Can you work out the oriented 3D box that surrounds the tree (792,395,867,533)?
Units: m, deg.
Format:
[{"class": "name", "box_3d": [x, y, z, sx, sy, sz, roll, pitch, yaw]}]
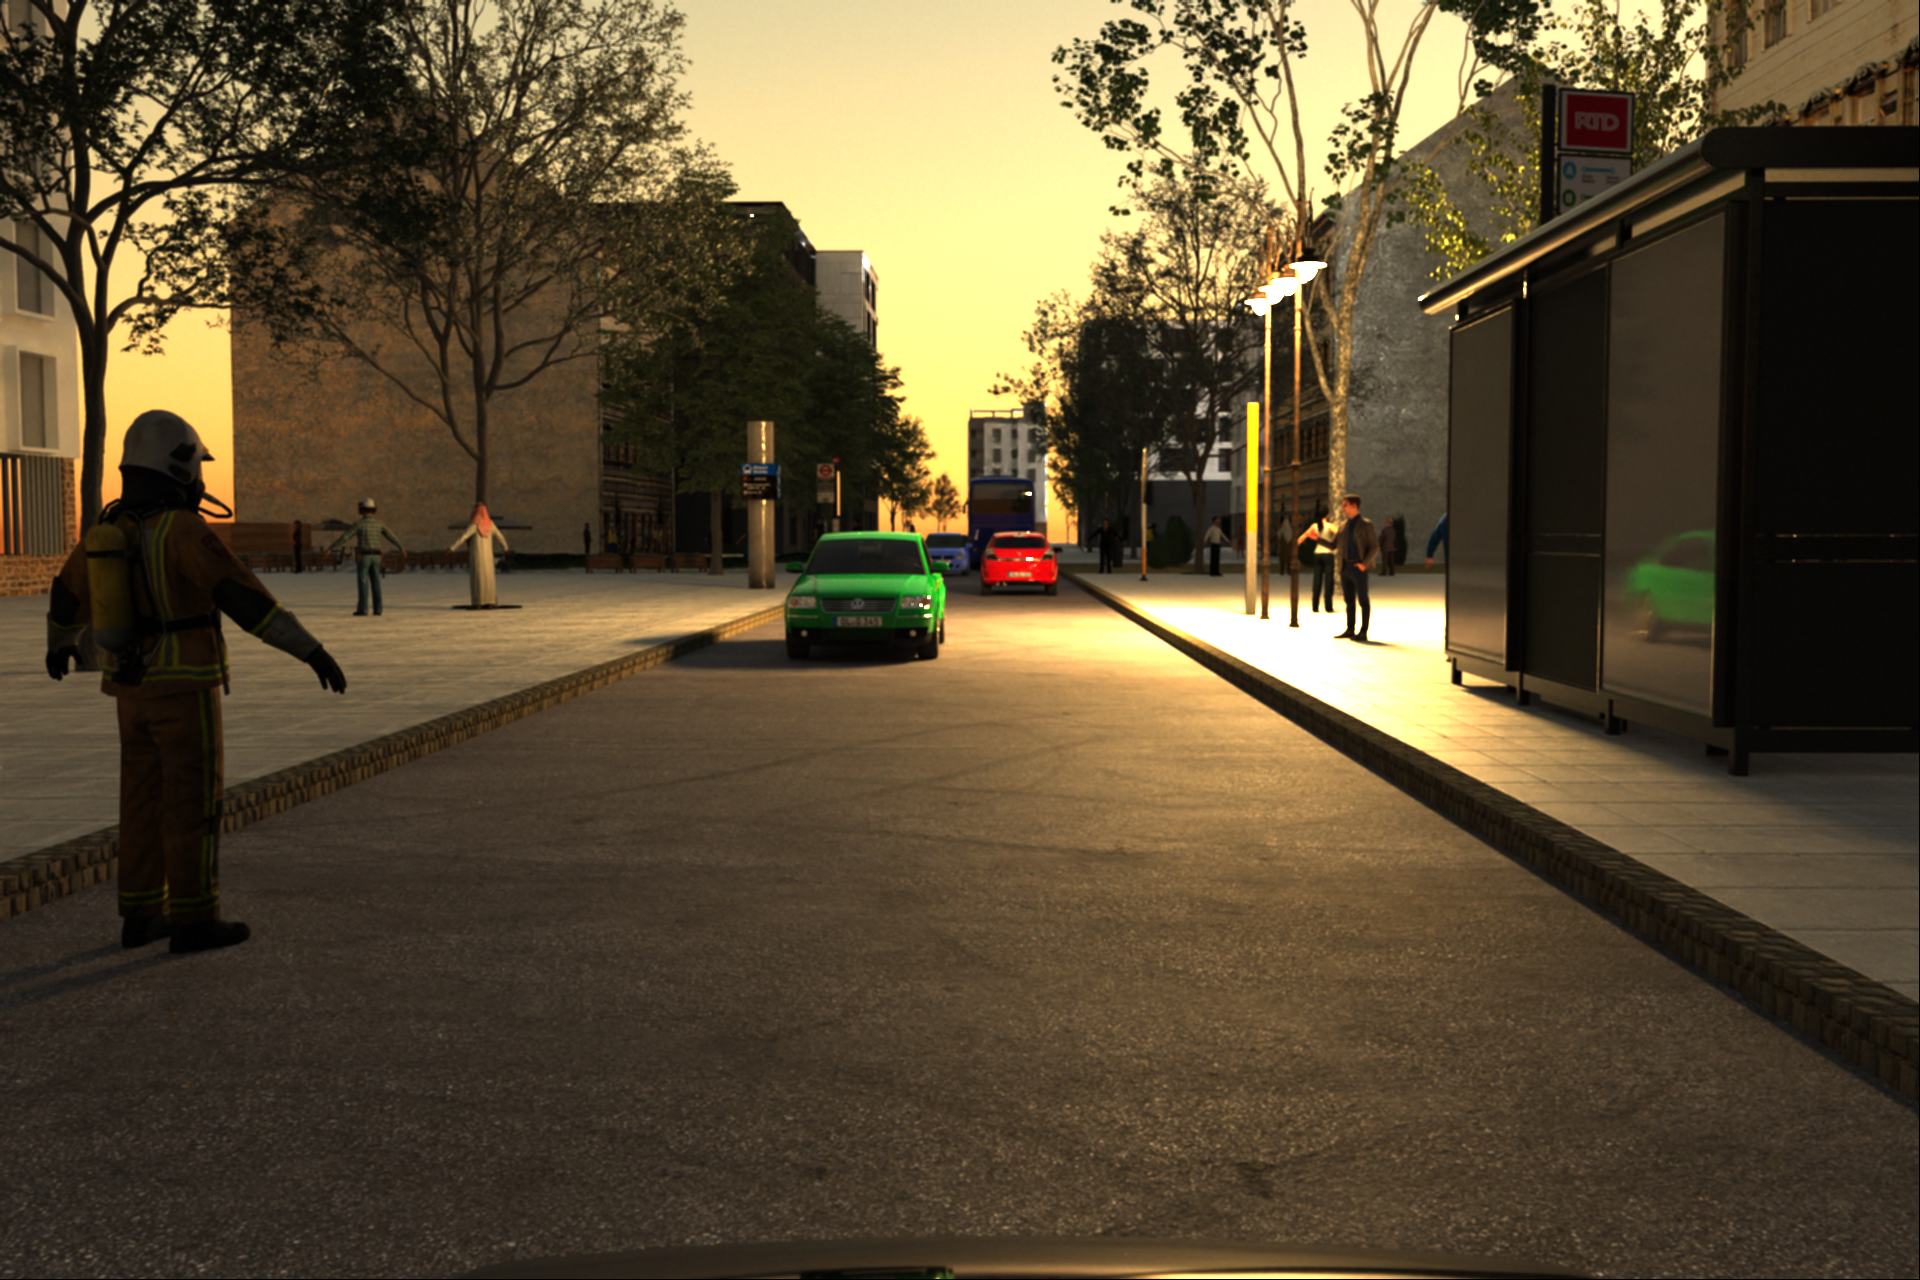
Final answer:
[{"class": "tree", "box_3d": [-7.208, -8.517, 89.611, 4.360, 8.622, 3.978, 0, 3, 0]}]

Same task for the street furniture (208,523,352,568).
[{"class": "street furniture", "box_3d": [-29.221, -3.765, 68.414, 11.010, 1.723, 9.812, 1, 4, 14]}]

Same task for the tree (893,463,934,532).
[{"class": "tree", "box_3d": [-5.061, -12.712, 158.200, 4.360, 8.622, 3.978, 0, 3, 0]}]

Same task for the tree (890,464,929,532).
[{"class": "tree", "box_3d": [-5.057, -12.993, 162.804, 4.737, 8.622, 4.395, 0, 3, 0]}]

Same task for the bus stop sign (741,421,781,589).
[{"class": "bus stop sign", "box_3d": [-4.667, -3.159, 40.672, 0.837, 3.901, 0.837, 0, 4, 0]}]

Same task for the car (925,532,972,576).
[{"class": "car", "box_3d": [-0.531, -3.089, 60.100, 1.945, 1.707, 3.694, 0, 4, 2]}]

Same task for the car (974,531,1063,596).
[{"class": "car", "box_3d": [1.413, -1.999, 41.720, 2.155, 1.783, 4.494, 0, 4, 1]}]

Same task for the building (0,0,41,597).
[{"class": "building", "box_3d": [-24.583, -10.301, 24.842, 16.016, 20.090, 11.380, 0, 4, 0]}]

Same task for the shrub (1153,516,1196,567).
[{"class": "shrub", "box_3d": [8.494, -3.918, 68.484, 1.690, 2.028, 1.600, 0, 3, 0]}]

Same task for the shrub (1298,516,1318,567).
[{"class": "shrub", "box_3d": [13.761, -3.852, 67.404, 1.690, 2.028, 1.600, 0, 3, 0]}]

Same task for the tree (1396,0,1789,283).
[{"class": "tree", "box_3d": [7.761, -4.320, 20.992, 4.737, 8.622, 4.395, 0, 3, 0]}]

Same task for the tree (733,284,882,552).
[{"class": "tree", "box_3d": [-7.120, -9.862, 79.377, 7.486, 12.596, 7.792, 0, 3, 0]}]

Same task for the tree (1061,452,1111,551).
[{"class": "tree", "box_3d": [9.240, -10.934, 129.136, 4.737, 8.622, 4.395, 0, 3, 0]}]

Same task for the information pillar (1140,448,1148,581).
[{"class": "information pillar", "box_3d": [5.057, -3.441, 47.610, 0.183, 3.616, 0.504, 0, 4, 1]}]

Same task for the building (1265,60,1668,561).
[{"class": "building", "box_3d": [26.922, -15.838, 89.877, 19.493, 23.208, 18.063, 0, 4, 1]}]

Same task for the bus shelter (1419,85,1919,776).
[{"class": "bus shelter", "box_3d": [4.981, -2.179, 13.258, 2.179, 5.291, 8.768, 0, 4, 1]}]

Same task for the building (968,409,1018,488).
[{"class": "building", "box_3d": [1.485, -24.044, 251.994, 11.380, 20.090, 16.016, 0, 4, -5]}]

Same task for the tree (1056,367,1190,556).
[{"class": "tree", "box_3d": [9.584, -10.773, 101.892, 9.928, 11.665, 9.643, 0, 3, 0]}]

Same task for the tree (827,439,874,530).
[{"class": "tree", "box_3d": [-6.769, -9.384, 103.796, 4.737, 8.622, 4.395, 0, 3, 0]}]

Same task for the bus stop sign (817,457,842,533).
[{"class": "bus stop sign", "box_3d": [-4.499, -4.354, 59.896, 0.855, 3.939, 0.416, 0, 4, 1]}]

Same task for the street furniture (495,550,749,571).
[{"class": "street furniture", "box_3d": [-11.989, -2.953, 63.911, 10.072, 0.657, 5.734, -1, 4, -16]}]

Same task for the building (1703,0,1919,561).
[{"class": "building", "box_3d": [27.566, -12.414, 33.906, 19.493, 23.208, 18.063, 0, 4, 1]}]

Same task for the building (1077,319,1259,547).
[{"class": "building", "box_3d": [26.139, -20.620, 181.103, 27.936, 21.610, 32.646, 0, 4, 1]}]

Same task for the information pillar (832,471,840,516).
[{"class": "information pillar", "box_3d": [-4.631, -4.485, 64.640, 0.184, 3.620, 1.656, 0, 4, 1]}]

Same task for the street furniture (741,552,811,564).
[{"class": "street furniture", "box_3d": [-6.207, -3.663, 75.510, 10.072, 0.657, 5.734, 2, 4, 35]}]

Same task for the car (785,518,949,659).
[{"class": "car", "box_3d": [-1.098, -0.765, 21.302, 1.959, 1.807, 4.718, 0, 4, 1]}]

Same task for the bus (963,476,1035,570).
[{"class": "bus", "box_3d": [1.576, -4.917, 71.934, 2.896, 3.916, 12.251, 0, 3, 0]}]

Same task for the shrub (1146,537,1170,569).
[{"class": "shrub", "box_3d": [7.261, -3.204, 63.497, 1.383, 1.207, 1.383, 0, 3, 0]}]

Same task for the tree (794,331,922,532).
[{"class": "tree", "box_3d": [-5.997, -10.911, 96.526, 7.486, 12.596, 7.792, 0, 3, 0]}]

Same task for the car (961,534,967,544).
[{"class": "car", "box_3d": [-0.209, -5.169, 94.307, 2.009, 1.686, 4.222, 0, 4, 1]}]

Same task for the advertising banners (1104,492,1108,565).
[{"class": "advertising banners", "box_3d": [6.079, -4.663, 72.420, 0.090, 3.025, 2.074, 0, 4, 2]}]

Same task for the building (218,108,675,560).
[{"class": "building", "box_3d": [-26.792, -16.149, 94.971, 19.493, 23.208, 18.063, 0, 4, 2]}]

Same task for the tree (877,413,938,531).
[{"class": "tree", "box_3d": [-5.736, -13.651, 148.944, 9.928, 11.665, 9.643, 0, 3, 0]}]

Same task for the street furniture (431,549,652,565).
[{"class": "street furniture", "box_3d": [-17.817, -3.570, 73.989, 10.072, 0.657, 5.734, 0, 4, -6]}]

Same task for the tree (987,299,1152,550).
[{"class": "tree", "box_3d": [8.995, -17.396, 140.308, 12.611, 20.169, 13.585, 0, 3, 0]}]

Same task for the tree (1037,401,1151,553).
[{"class": "tree", "box_3d": [9.244, -11.932, 120.837, 9.928, 11.665, 9.643, 0, 3, 0]}]

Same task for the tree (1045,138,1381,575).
[{"class": "tree", "box_3d": [7.545, -8.831, 54.760, 12.009, 13.543, 11.850, 0, 3, 0]}]

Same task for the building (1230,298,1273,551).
[{"class": "building", "box_3d": [27.122, -17.320, 139.604, 16.016, 20.090, 11.380, 0, 4, 1]}]

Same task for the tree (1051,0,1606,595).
[{"class": "tree", "box_3d": [7.989, -11.092, 37.239, 12.611, 20.169, 13.585, 0, 3, 0]}]

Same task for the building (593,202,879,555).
[{"class": "building", "box_3d": [-20.956, -17.086, 123.338, 27.936, 21.610, 32.646, 0, 4, 2]}]
